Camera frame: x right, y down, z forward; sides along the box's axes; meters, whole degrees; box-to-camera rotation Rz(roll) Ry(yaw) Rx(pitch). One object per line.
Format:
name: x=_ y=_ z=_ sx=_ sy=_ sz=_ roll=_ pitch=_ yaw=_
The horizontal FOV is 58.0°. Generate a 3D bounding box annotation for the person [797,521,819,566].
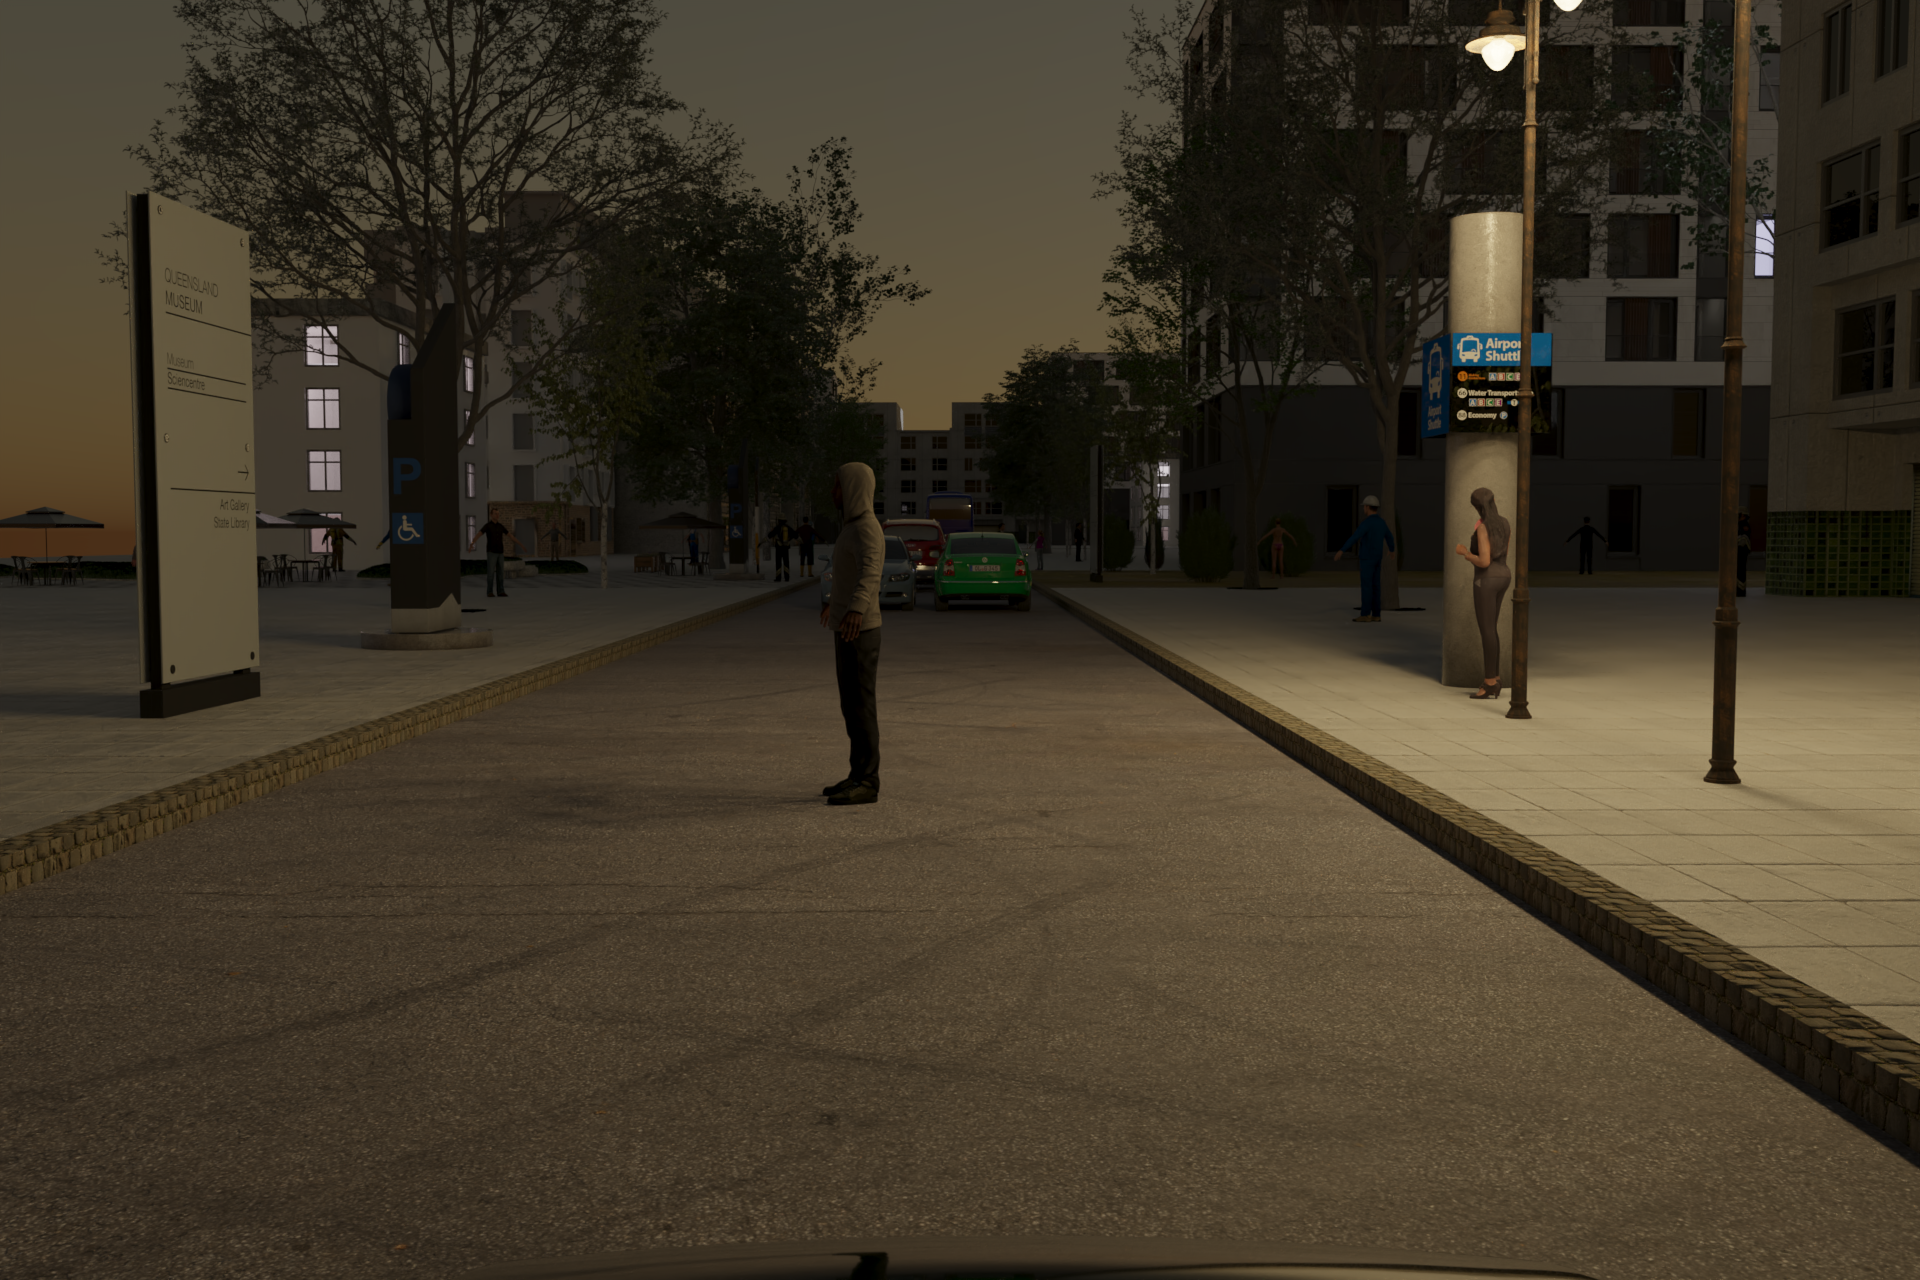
person: x=-6.138 y=-3.939 z=70.524 sx=0.704 sy=1.817 sz=1.347 roll=2 pitch=4 yaw=33

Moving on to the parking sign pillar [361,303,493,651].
parking sign pillar: x=-6.079 y=-1.908 z=19.660 sx=1.447 sy=3.967 sz=1.447 roll=0 pitch=4 yaw=0

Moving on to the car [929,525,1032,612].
car: x=0.387 y=-1.506 z=33.414 sx=1.959 sy=1.807 sz=4.718 roll=0 pitch=4 yaw=-2

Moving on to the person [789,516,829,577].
person: x=-4.602 y=-2.794 z=51.821 sx=1.346 sy=1.812 sz=0.704 roll=0 pitch=4 yaw=7

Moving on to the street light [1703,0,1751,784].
street light: x=3.943 y=-2.201 z=8.780 sx=0.468 sy=5.910 sz=1.993 roll=0 pitch=4 yaw=-1

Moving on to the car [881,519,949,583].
car: x=-1.244 y=-2.185 z=44.396 sx=2.281 sy=1.827 sz=5.304 roll=0 pitch=4 yaw=-1

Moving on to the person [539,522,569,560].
person: x=-18.008 y=-4.318 z=76.870 sx=1.348 sy=1.796 sz=0.705 roll=0 pitch=4 yaw=4

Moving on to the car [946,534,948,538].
car: x=-1.338 y=-2.595 z=51.098 sx=2.281 sy=1.827 sz=5.304 roll=0 pitch=4 yaw=0

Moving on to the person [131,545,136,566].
person: x=-13.626 y=-1.408 z=29.614 sx=0.990 sy=1.755 sz=0.434 roll=-2 pitch=4 yaw=-23

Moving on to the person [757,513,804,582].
person: x=-4.792 y=-2.497 z=46.610 sx=1.354 sy=1.856 sz=0.705 roll=-2 pitch=4 yaw=-27

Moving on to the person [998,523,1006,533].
person: x=1.452 y=-3.091 z=59.175 sx=1.347 sy=1.806 sz=0.705 roll=-3 pitch=5 yaw=-44

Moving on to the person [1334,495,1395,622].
person: x=5.977 y=-1.188 z=25.304 sx=1.347 sy=1.842 sz=0.705 roll=-3 pitch=5 yaw=-39

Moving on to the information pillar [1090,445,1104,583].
information pillar: x=3.658 y=-3.368 z=46.385 sx=0.184 sy=3.620 sz=1.656 roll=0 pitch=4 yaw=-2

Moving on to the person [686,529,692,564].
person: x=-11.333 y=-4.084 z=72.998 sx=0.704 sy=1.802 sz=1.346 roll=-1 pitch=4 yaw=-18

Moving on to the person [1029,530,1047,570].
person: x=2.787 y=-3.192 z=61.451 sx=0.599 sy=1.433 sz=0.991 roll=3 pitch=5 yaw=41

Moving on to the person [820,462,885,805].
person: x=-0.584 y=-0.044 z=9.304 sx=0.705 sy=1.813 sz=1.348 roll=-1 pitch=4 yaw=-9

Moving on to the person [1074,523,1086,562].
person: x=5.543 y=-4.552 z=80.609 sx=0.705 sy=1.806 sz=1.347 roll=1 pitch=4 yaw=23

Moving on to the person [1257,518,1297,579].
person: x=9.070 y=-2.616 z=49.580 sx=1.217 sy=1.733 sz=0.721 roll=-1 pitch=4 yaw=-8

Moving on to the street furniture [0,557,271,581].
street furniture: x=-25.296 y=-2.159 z=50.927 sx=10.072 sy=0.657 sz=5.734 roll=1 pitch=4 yaw=23

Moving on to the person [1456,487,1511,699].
person: x=4.091 y=-0.370 z=13.561 sx=0.415 sy=1.643 sz=0.593 roll=0 pitch=4 yaw=2

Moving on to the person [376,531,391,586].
person: x=-13.965 y=-2.259 z=42.900 sx=0.705 sy=1.833 sz=1.349 roll=1 pitch=4 yaw=16

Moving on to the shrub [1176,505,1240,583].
shrub: x=6.581 y=-2.571 z=46.084 sx=1.661 sy=2.075 sz=1.752 roll=0 pitch=3 yaw=0

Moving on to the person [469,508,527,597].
person: x=-9.459 y=-1.779 z=35.309 sx=0.705 sy=1.803 sz=1.348 roll=3 pitch=5 yaw=42

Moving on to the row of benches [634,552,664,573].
row of benches: x=-10.618 y=-2.682 z=59.315 sx=1.422 sy=0.672 sz=4.104 roll=0 pitch=4 yaw=-4

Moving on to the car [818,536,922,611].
car: x=-1.740 y=-1.338 z=33.884 sx=2.014 sy=1.417 sz=4.499 roll=0 pitch=4 yaw=-1

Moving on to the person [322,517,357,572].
person: x=-21.189 y=-3.254 z=58.974 sx=1.354 sy=1.858 sz=0.705 roll=1 pitch=4 yaw=16

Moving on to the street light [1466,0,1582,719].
street light: x=3.894 y=-2.392 z=11.897 sx=0.468 sy=5.910 sz=1.993 roll=0 pitch=4 yaw=0

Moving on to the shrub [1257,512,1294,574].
shrub: x=10.309 y=-3.143 z=55.805 sx=1.690 sy=2.028 sz=1.600 roll=0 pitch=3 yaw=0

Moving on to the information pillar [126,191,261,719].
information pillar: x=-5.610 y=-1.311 z=12.745 sx=0.184 sy=3.620 sz=1.656 roll=0 pitch=4 yaw=0

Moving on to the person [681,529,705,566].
person: x=-10.793 y=-3.942 z=70.307 sx=1.347 sy=1.847 sz=0.705 roll=3 pitch=5 yaw=39

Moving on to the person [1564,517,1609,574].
person: x=19.915 y=-3.005 z=55.062 sx=1.347 sy=1.837 sz=0.705 roll=1 pitch=4 yaw=17

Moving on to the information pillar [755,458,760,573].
information pillar: x=-6.185 y=-3.762 z=52.869 sx=0.183 sy=3.616 sz=0.504 roll=0 pitch=4 yaw=-1

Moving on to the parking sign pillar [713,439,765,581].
parking sign pillar: x=-6.181 y=-3.662 z=48.347 sx=1.447 sy=3.967 sz=1.447 roll=0 pitch=4 yaw=-1

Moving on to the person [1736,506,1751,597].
person: x=15.913 y=-1.804 z=35.358 sx=0.704 sy=1.845 sz=1.351 roll=1 pitch=4 yaw=19

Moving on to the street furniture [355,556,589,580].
street furniture: x=-14.898 y=-2.324 z=53.631 sx=5.734 sy=0.657 sz=10.072 roll=0 pitch=4 yaw=3
